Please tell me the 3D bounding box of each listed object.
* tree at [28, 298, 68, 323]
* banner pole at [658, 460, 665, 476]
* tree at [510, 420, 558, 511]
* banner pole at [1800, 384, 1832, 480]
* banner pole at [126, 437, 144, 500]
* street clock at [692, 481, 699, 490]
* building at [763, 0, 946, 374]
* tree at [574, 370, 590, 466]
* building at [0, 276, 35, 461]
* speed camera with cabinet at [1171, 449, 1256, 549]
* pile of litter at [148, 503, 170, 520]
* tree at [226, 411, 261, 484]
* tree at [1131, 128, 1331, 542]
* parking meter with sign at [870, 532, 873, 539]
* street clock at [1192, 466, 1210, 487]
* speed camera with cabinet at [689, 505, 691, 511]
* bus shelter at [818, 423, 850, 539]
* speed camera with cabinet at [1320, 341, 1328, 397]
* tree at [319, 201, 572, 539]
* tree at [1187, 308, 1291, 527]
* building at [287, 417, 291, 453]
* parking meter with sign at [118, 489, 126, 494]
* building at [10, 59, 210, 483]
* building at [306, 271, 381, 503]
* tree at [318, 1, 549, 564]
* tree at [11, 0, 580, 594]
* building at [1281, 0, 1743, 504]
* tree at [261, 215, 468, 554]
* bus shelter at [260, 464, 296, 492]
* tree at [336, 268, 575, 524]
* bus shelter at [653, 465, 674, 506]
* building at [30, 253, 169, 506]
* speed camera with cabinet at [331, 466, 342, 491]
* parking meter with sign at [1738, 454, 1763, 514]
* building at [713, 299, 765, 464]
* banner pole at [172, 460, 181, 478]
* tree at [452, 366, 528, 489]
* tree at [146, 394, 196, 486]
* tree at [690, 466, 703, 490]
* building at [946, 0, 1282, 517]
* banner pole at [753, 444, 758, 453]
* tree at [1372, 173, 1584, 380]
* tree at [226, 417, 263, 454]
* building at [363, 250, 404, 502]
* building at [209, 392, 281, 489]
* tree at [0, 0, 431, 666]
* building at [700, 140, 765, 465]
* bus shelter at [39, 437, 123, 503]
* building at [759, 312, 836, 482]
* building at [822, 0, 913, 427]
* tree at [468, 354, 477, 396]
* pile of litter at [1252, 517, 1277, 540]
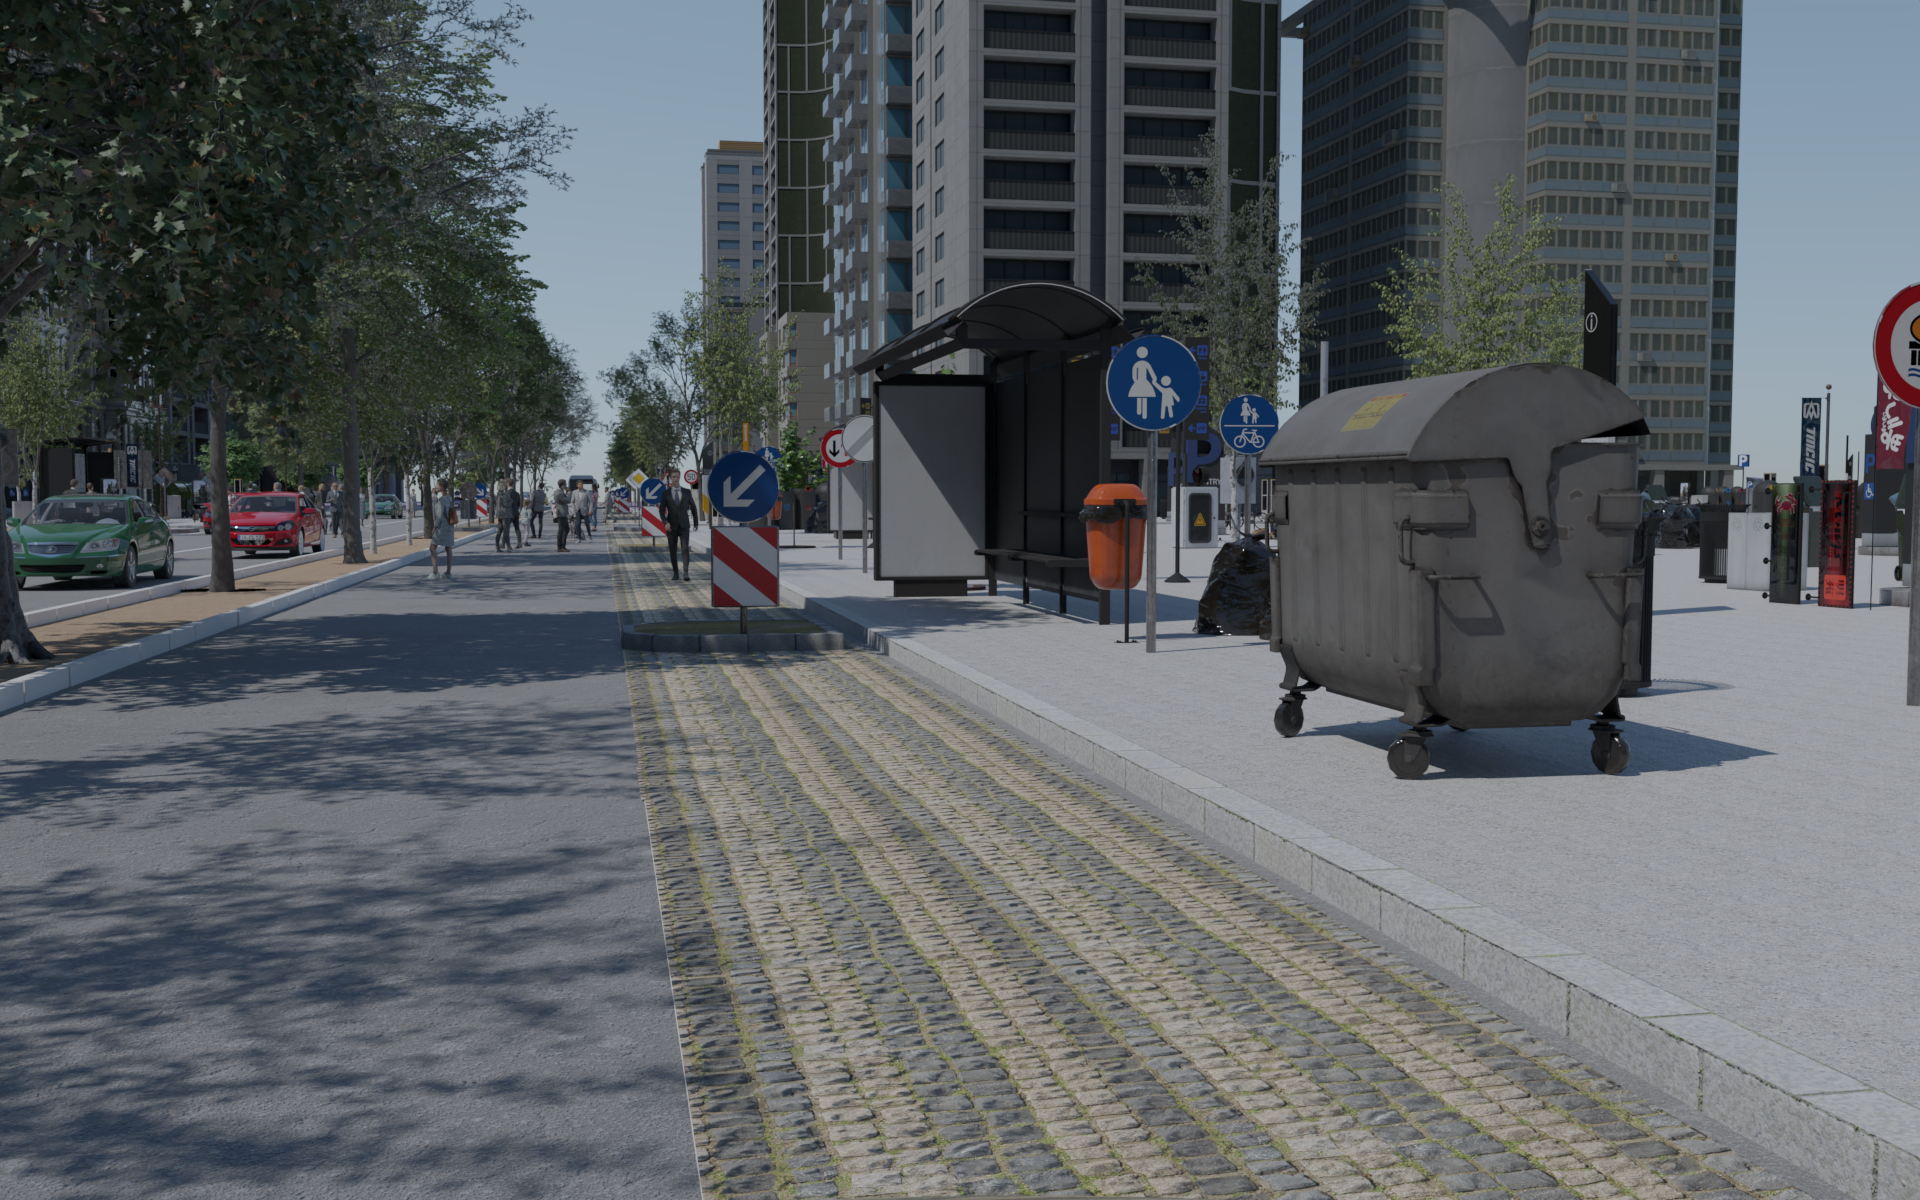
[{"bbox_3d":[-30.824,-6.570,57.777,4.737,8.622,4.395,0,3,0],"label":"tree"},{"bbox_3d":[-21.966,-8.369,126.856,0.401,3.779,0.863,-1,4,-18],"label":"banner pole"},{"bbox_3d":[-31.055,-10.543,125.202,4.360,8.622,3.978,0,3,0],"label":"tree"},{"bbox_3d":[19.557,-3.029,39.539,0.863,3.779,0.401,0,4,-3],"label":"banner pole"},{"bbox_3d":[-35.870,-5.227,75.476,0.863,3.779,0.401,-1,4,-15],"label":"banner pole"},{"bbox_3d":[-13.921,-5.301,91.242,0.471,2.002,0.358,2,4,25],"label":"street clock"},{"bbox_3d":[-14.084,-46.809,203.576,20.563,71.187,20.611,-1,4,-12],"label":"building"},{"bbox_3d":[-21.258,-8.638,78.094,8.767,10.594,7.601,-1,4,-12],"label":"tree"},{"bbox_3d":[-59.271,-15.283,91.673,13.314,21.916,24.055,-1,4,-12],"label":"building"},{"bbox_3d":[6.031,-2.861,41.110,2.038,3.252,0.660,-2,4,-25],"label":"speed camera with cabinet"},{"bbox_3d":[-39.923,-4.412,86.095,1.176,0.858,1.719,-2,4,-30],"label":"pile of litter"},{"bbox_3d":[-53.985,-11.066,131.286,4.360,8.622,3.978,0,3,0],"label":"tree"},{"bbox_3d":[5.546,-5.171,34.905,4.360,8.622,3.978,0,3,0],"label":"tree"},{"bbox_3d":[-1.916,-3.312,50.407,1.738,3.016,0.543,-3,5,-39],"label":"parking meter with sign"},{"bbox_3d":[6.300,-2.495,45.358,0.358,2.002,0.471,-2,4,-28],"label":"street clock"},{"bbox_3d":[-20.185,-8.545,134.049,0.660,3.252,2.038,1,4,23],"label":"speed camera with cabinet"},{"bbox_3d":[-2.479,-3.233,46.781,2.014,3.302,5.546,-1,4,-12],"label":"bus shelter"},{"bbox_3d":[4.836,-1.684,21.862,0.660,3.252,2.038,0,4,7],"label":"speed camera with cabinet"},{"bbox_3d":[-16.976,-7.739,54.741,9.928,11.665,9.643,0,3,0],"label":"tree"},{"bbox_3d":[10.582,-7.151,67.275,4.737,8.622,4.395,0,3,0],"label":"tree"},{"bbox_3d":[-78.049,-30.495,182.179,14.154,41.232,14.086,-1,4,-12],"label":"building"},{"bbox_3d":[-55.093,-7.105,112.422,1.738,3.016,0.543,-3,5,-40],"label":"parking meter with sign"},{"bbox_3d":[-74.692,-43.456,148.759,20.563,71.187,20.611,-1,4,-12],"label":"building"},{"bbox_3d":[-100.102,-33.875,245.731,32.217,40.220,23.993,-1,4,-12],"label":"building"},{"bbox_3d":[-12.272,-6.988,34.835,7.486,12.596,7.792,0,3,0],"label":"tree"},{"bbox_3d":[-10.849,-6.865,25.062,12.009,13.543,11.850,0,3,0],"label":"tree"},{"bbox_3d":[37.559,-25.922,115.700,23.993,40.220,32.217,-1,4,-12],"label":"building"},{"bbox_3d":[-13.900,-5.378,40.758,4.360,8.622,3.978,0,3,0],"label":"tree"},{"bbox_3d":[-47.962,-8.018,122.379,1.731,3.624,6.357,-1,4,-12],"label":"bus shelter"},{"bbox_3d":[-18.825,-7.743,63.470,8.767,10.594,7.601,-1,4,-12],"label":"tree"},{"bbox_3d":[-24.282,-9.197,141.652,1.731,3.624,6.357,-1,4,-12],"label":"bus shelter"},{"bbox_3d":[-65.359,-18.454,120.803,14.460,24.649,34.723,-1,4,-12],"label":"building"},{"bbox_3d":[-43.998,-7.873,123.053,0.660,3.252,2.038,-3,5,-44],"label":"speed camera with cabinet"},{"bbox_3d":[35.164,-4.911,76.557,1.738,3.016,0.543,-2,4,-28],"label":"parking meter with sign"},{"bbox_3d":[-29.379,-29.911,260.743,14.160,30.474,14.107,-1,4,-12],"label":"building"},{"bbox_3d":[-58.050,-8.471,128.514,0.401,3.779,0.863,2,4,29],"label":"banner pole"},{"bbox_3d":[-22.875,-8.036,84.209,4.737,8.622,4.395,0,3,0],"label":"tree"},{"bbox_3d":[-50.275,-9.671,108.483,4.737,8.622,4.395,0,3,0],"label":"tree"},{"bbox_3d":[-16.256,-6.956,108.336,1.663,3.219,1.824,0,3,0],"label":"tree"},{"bbox_3d":[8.957,-40.686,103.471,20.611,71.187,20.563,-1,4,-12],"label":"building"},{"bbox_3d":[-10.168,-5.948,87.265,0.863,3.779,0.401,-3,4,-36],"label":"banner pole"},{"bbox_3d":[11.745,-5.447,39.425,4.737,8.622,4.395,0,3,0],"label":"tree"},{"bbox_3d":[-57.818,-11.606,140.114,4.737,8.622,4.395,0,3,0],"label":"tree"},{"bbox_3d":[-100.346,-44.644,271.930,21.231,58.520,28.212,-1,4,-12],"label":"building"},{"bbox_3d":[-74.074,-31.655,167.673,14.600,45.320,14.200,-1,4,-12],"label":"building"},{"bbox_3d":[-8.277,-5.798,14.268,9.611,12.733,9.660,0,3,0],"label":"tree"},{"bbox_3d":[-33.339,-46.093,295.619,21.231,58.520,28.212,-1,4,-12],"label":"building"},{"bbox_3d":[-37.373,-5.045,73.773,1.731,3.624,6.357,-1,4,-12],"label":"bus shelter"},{"bbox_3d":[-5.807,-20.583,181.571,27.650,21.520,28.899,-1,4,-12],"label":"building"},{"bbox_3d":[1.510,-31.434,133.553,23.786,49.044,30.456,-1,4,-12],"label":"building"},{"bbox_3d":[-15.261,-5.804,47.718,4.360,8.622,3.978,0,3,0],"label":"tree"},{"bbox_3d":[8.743,-2.147,49.066,1.719,0.858,1.176,-2,4,-32],"label":"pile of litter"}]
